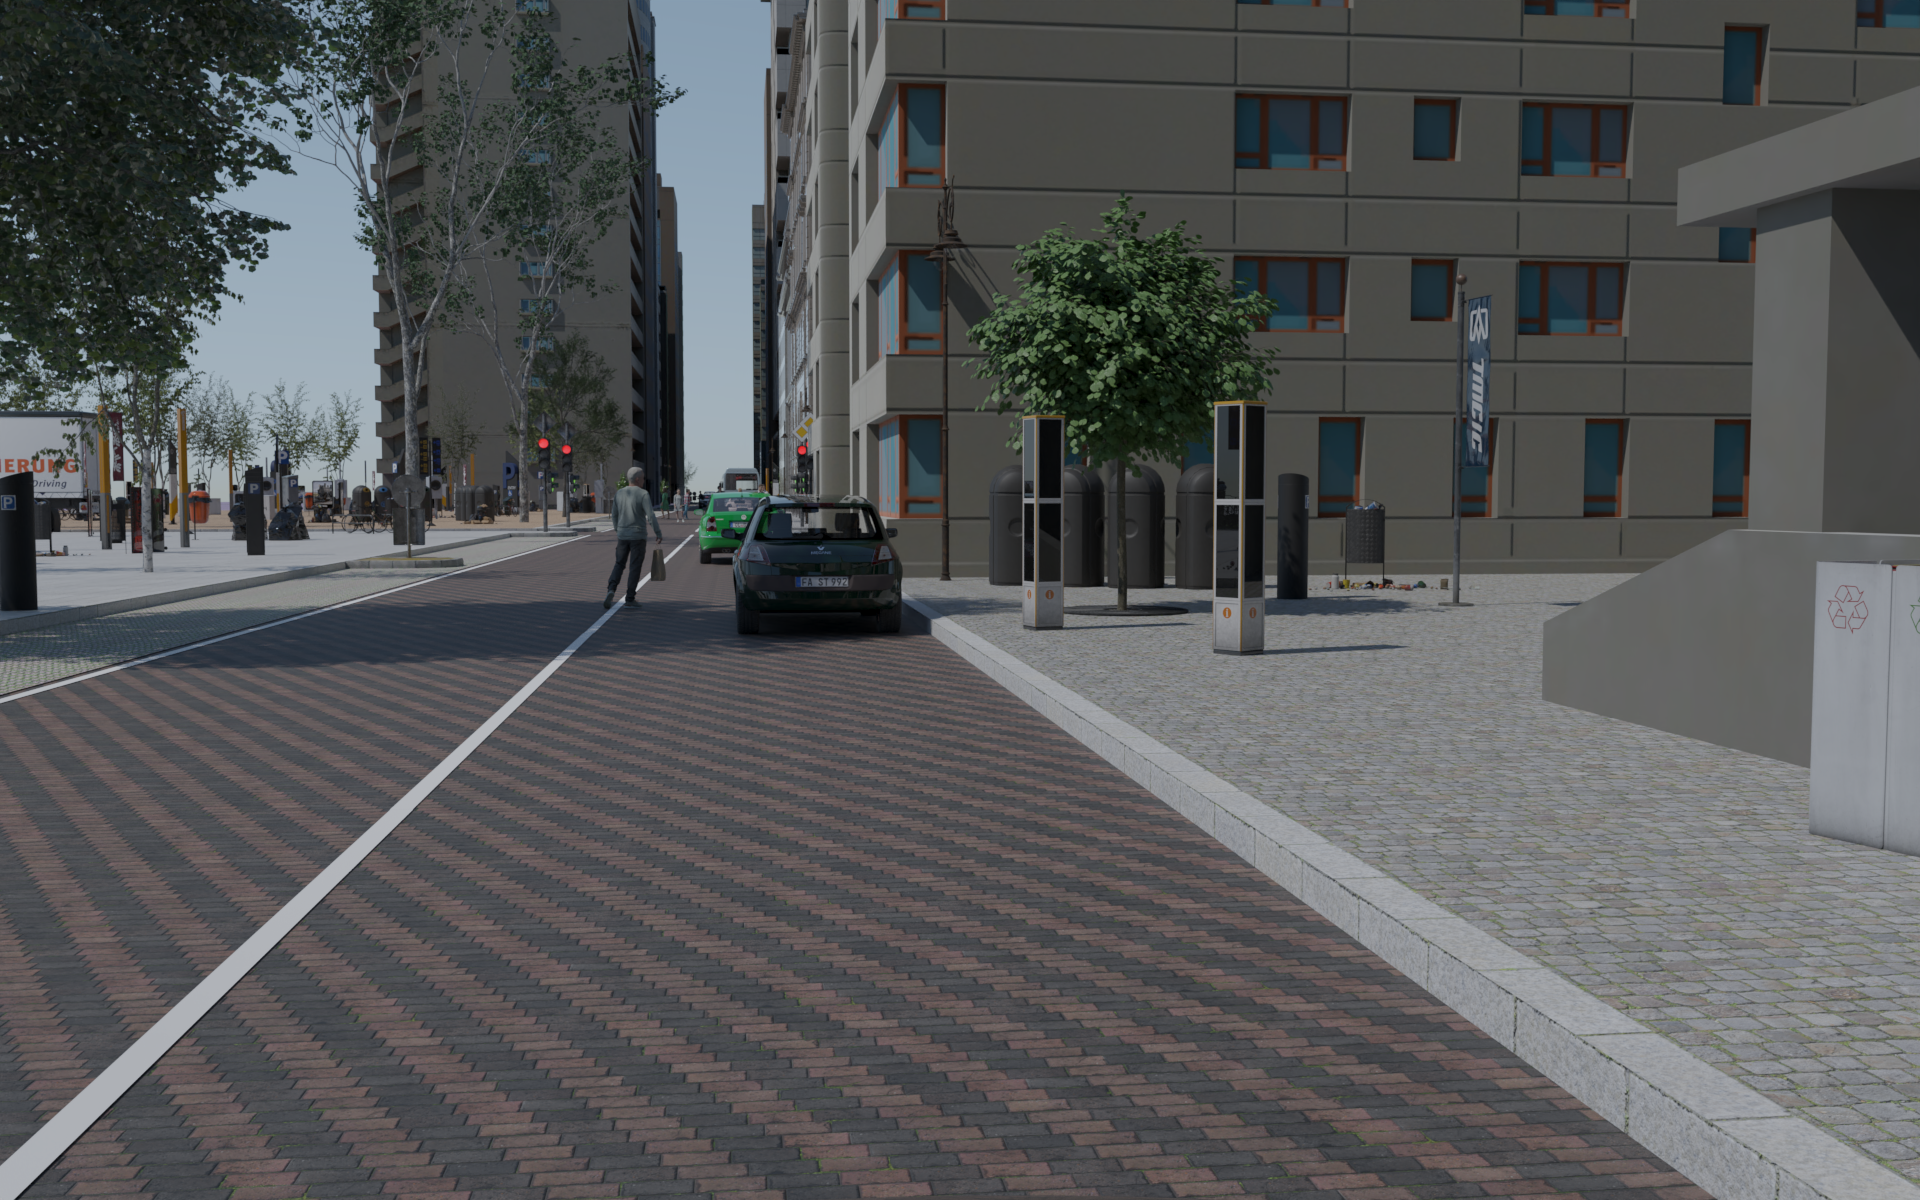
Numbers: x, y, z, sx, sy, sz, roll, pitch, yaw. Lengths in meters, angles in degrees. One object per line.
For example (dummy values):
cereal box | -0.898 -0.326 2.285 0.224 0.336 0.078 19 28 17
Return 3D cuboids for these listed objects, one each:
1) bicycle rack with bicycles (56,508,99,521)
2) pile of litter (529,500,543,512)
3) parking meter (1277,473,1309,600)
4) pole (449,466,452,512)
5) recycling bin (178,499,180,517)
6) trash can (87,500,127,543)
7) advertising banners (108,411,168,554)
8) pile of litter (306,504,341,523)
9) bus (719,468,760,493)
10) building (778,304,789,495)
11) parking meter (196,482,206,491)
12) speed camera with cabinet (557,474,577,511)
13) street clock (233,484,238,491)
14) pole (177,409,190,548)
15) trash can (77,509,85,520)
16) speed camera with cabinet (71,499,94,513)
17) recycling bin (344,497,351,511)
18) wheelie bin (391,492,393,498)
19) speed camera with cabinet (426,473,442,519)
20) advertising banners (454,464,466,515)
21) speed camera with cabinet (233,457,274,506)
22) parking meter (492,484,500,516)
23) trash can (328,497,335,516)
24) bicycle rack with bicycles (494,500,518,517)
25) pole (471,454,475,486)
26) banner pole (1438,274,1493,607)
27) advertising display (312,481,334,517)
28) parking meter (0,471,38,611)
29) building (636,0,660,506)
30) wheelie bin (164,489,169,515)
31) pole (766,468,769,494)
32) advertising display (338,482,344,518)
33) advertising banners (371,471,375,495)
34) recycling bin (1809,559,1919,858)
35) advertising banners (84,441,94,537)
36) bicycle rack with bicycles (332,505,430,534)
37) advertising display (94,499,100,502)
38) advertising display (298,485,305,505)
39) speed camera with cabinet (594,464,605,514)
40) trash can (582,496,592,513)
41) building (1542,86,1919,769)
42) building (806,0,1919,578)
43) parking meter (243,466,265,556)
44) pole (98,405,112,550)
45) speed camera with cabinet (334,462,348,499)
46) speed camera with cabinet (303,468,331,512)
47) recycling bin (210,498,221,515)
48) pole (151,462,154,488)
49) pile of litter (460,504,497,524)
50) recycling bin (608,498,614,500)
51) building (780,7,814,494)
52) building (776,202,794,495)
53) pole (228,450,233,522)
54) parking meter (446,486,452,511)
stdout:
bicycle rack with bicycles | -43.114 -4.303 83.730 2.925 0.926 2.852 -1 4 -19
pile of litter | -30.733 -6.824 125.542 1.176 0.858 1.719 0 4 1
parking meter | 4.072 -0.781 21.185 0.372 1.533 0.369 0 3 0
pole | -36.770 -8.024 125.036 0.158 3.312 0.155 0 3 0
recycling bin | -44.107 -5.278 98.853 0.722 1.027 0.722 1 4 14
trash can | -22.107 -2.050 45.167 0.748 1.137 0.748 0 3 0
advertising banners | -17.796 -2.525 37.479 0.090 3.025 2.074 0 4 6
pile of litter | -28.524 -3.873 77.289 1.719 0.858 1.176 1 4 22
bus | -16.383 -8.192 128.799 2.948 3.499 13.247 -1 4 -8
building | -8.635 -17.116 134.602 10.420 20.320 16.860 0 4 -7
parking meter | -38.107 -4.972 87.005 0.399 1.863 0.255 1 4 13
speed camera with cabinet | -29.334 -8.256 129.323 0.660 3.252 2.038 1 4 18
street clock | -54.319 -7.662 129.845 0.471 2.002 0.358 0 4 -4
pole | -18.596 -2.913 41.469 0.158 3.312 0.155 0 3 0
trash can | -44.076 -4.612 87.066 0.748 1.137 0.748 0 3 0
speed camera with cabinet | -54.114 -6.902 107.177 0.660 3.252 2.038 1 4 12
recycling bin | -48.033 -7.512 135.371 0.722 1.027 0.722 -3 4 -38
wheelie bin | -45.346 -7.911 137.249 0.980 1.594 0.693 3 5 43
speed camera with cabinet | -27.437 -5.735 88.109 2.038 3.252 0.660 -2 4 -33
advertising banners | -29.302 -6.446 101.583 0.090 3.025 2.074 -2 4 -35
speed camera with cabinet | -37.876 -6.022 92.790 2.038 3.252 0.660 -1 4 -17
parking meter | -27.564 -5.951 103.002 0.399 1.863 0.255 1 4 16
trash can | -36.173 -5.364 99.361 0.748 1.137 0.748 0 3 0
bicycle rack with bicycles | -26.636 -5.184 98.135 2.852 0.926 2.925 -2 4 -34
pole | -24.769 -5.764 88.080 0.158 3.312 0.155 0 3 0
banner pole | 5.757 -1.807 19.568 0.401 3.779 0.863 -1 4 -14
advertising display | -30.298 -4.720 82.384 0.974 1.923 0.123 0 4 -2
parking meter | -10.417 -0.655 19.127 0.372 1.533 0.369 0 3 0
building | -44.344 -39.601 189.480 21.231 58.520 28.212 0 4 -7
wheelie bin | -48.974 -6.029 106.475 0.693 1.594 0.980 2 4 35
pole | -15.284 -8.783 137.444 0.158 3.312 0.155 0 3 0
advertising display | -33.343 -5.388 93.313 0.123 1.923 0.974 -1 4 -11
advertising banners | -44.673 -8.251 131.087 0.090 3.025 2.074 -3 5 -41
recycling bin | 3.664 0.380 6.347 0.722 1.027 0.722 -1 4 -23
advertising banners | -26.238 -3.421 52.125 0.090 3.025 2.074 -1 4 -22
bicycle rack with bicycles | -19.256 -2.654 56.767 2.925 0.926 2.852 2 4 27
advertising display | -63.110 -7.426 126.629 0.123 1.923 0.974 0 4 2
advertising display | -48.945 -7.517 128.120 0.974 1.923 0.123 -2 4 -25
speed camera with cabinet | -23.725 -7.320 114.022 0.660 3.252 2.038 0 4 -8
trash can | -24.986 -6.385 116.055 0.748 1.137 0.748 0 3 0
building | 20.486 -19.136 4.748 32.217 40.220 23.993 0 4 -7
building | 10.739 -12.039 41.875 27.650 21.520 28.899 0 4 -7
parking meter | -14.769 -1.866 36.225 0.399 1.863 0.255 -1 4 -22
pole | -19.718 -2.819 39.933 0.158 3.312 0.155 0 3 0
speed camera with cabinet | -37.035 -6.807 105.623 2.038 3.252 0.660 -1 4 -9
speed camera with cabinet | -47.053 -8.107 126.889 2.038 3.252 0.660 -2 4 -23
recycling bin | -46.424 -5.817 107.669 0.722 1.027 0.722 -3 5 -40
pole | -51.412 -7.122 110.287 0.158 3.312 0.155 0 3 0
pile of litter | -20.436 -3.668 73.942 1.719 0.858 1.176 1 4 16
recycling bin | -26.060 -7.198 130.247 0.722 1.027 0.722 -1 4 -13
building | -2.734 -17.893 89.821 12.463 27.353 25.104 0 4 -7
building | -5.137 -16.674 114.415 13.314 21.916 24.055 0 4 -7
pole | -33.392 -5.228 79.326 0.158 3.312 0.155 0 3 0
parking meter | -39.129 -7.758 132.549 0.255 1.863 0.399 1 4 21
